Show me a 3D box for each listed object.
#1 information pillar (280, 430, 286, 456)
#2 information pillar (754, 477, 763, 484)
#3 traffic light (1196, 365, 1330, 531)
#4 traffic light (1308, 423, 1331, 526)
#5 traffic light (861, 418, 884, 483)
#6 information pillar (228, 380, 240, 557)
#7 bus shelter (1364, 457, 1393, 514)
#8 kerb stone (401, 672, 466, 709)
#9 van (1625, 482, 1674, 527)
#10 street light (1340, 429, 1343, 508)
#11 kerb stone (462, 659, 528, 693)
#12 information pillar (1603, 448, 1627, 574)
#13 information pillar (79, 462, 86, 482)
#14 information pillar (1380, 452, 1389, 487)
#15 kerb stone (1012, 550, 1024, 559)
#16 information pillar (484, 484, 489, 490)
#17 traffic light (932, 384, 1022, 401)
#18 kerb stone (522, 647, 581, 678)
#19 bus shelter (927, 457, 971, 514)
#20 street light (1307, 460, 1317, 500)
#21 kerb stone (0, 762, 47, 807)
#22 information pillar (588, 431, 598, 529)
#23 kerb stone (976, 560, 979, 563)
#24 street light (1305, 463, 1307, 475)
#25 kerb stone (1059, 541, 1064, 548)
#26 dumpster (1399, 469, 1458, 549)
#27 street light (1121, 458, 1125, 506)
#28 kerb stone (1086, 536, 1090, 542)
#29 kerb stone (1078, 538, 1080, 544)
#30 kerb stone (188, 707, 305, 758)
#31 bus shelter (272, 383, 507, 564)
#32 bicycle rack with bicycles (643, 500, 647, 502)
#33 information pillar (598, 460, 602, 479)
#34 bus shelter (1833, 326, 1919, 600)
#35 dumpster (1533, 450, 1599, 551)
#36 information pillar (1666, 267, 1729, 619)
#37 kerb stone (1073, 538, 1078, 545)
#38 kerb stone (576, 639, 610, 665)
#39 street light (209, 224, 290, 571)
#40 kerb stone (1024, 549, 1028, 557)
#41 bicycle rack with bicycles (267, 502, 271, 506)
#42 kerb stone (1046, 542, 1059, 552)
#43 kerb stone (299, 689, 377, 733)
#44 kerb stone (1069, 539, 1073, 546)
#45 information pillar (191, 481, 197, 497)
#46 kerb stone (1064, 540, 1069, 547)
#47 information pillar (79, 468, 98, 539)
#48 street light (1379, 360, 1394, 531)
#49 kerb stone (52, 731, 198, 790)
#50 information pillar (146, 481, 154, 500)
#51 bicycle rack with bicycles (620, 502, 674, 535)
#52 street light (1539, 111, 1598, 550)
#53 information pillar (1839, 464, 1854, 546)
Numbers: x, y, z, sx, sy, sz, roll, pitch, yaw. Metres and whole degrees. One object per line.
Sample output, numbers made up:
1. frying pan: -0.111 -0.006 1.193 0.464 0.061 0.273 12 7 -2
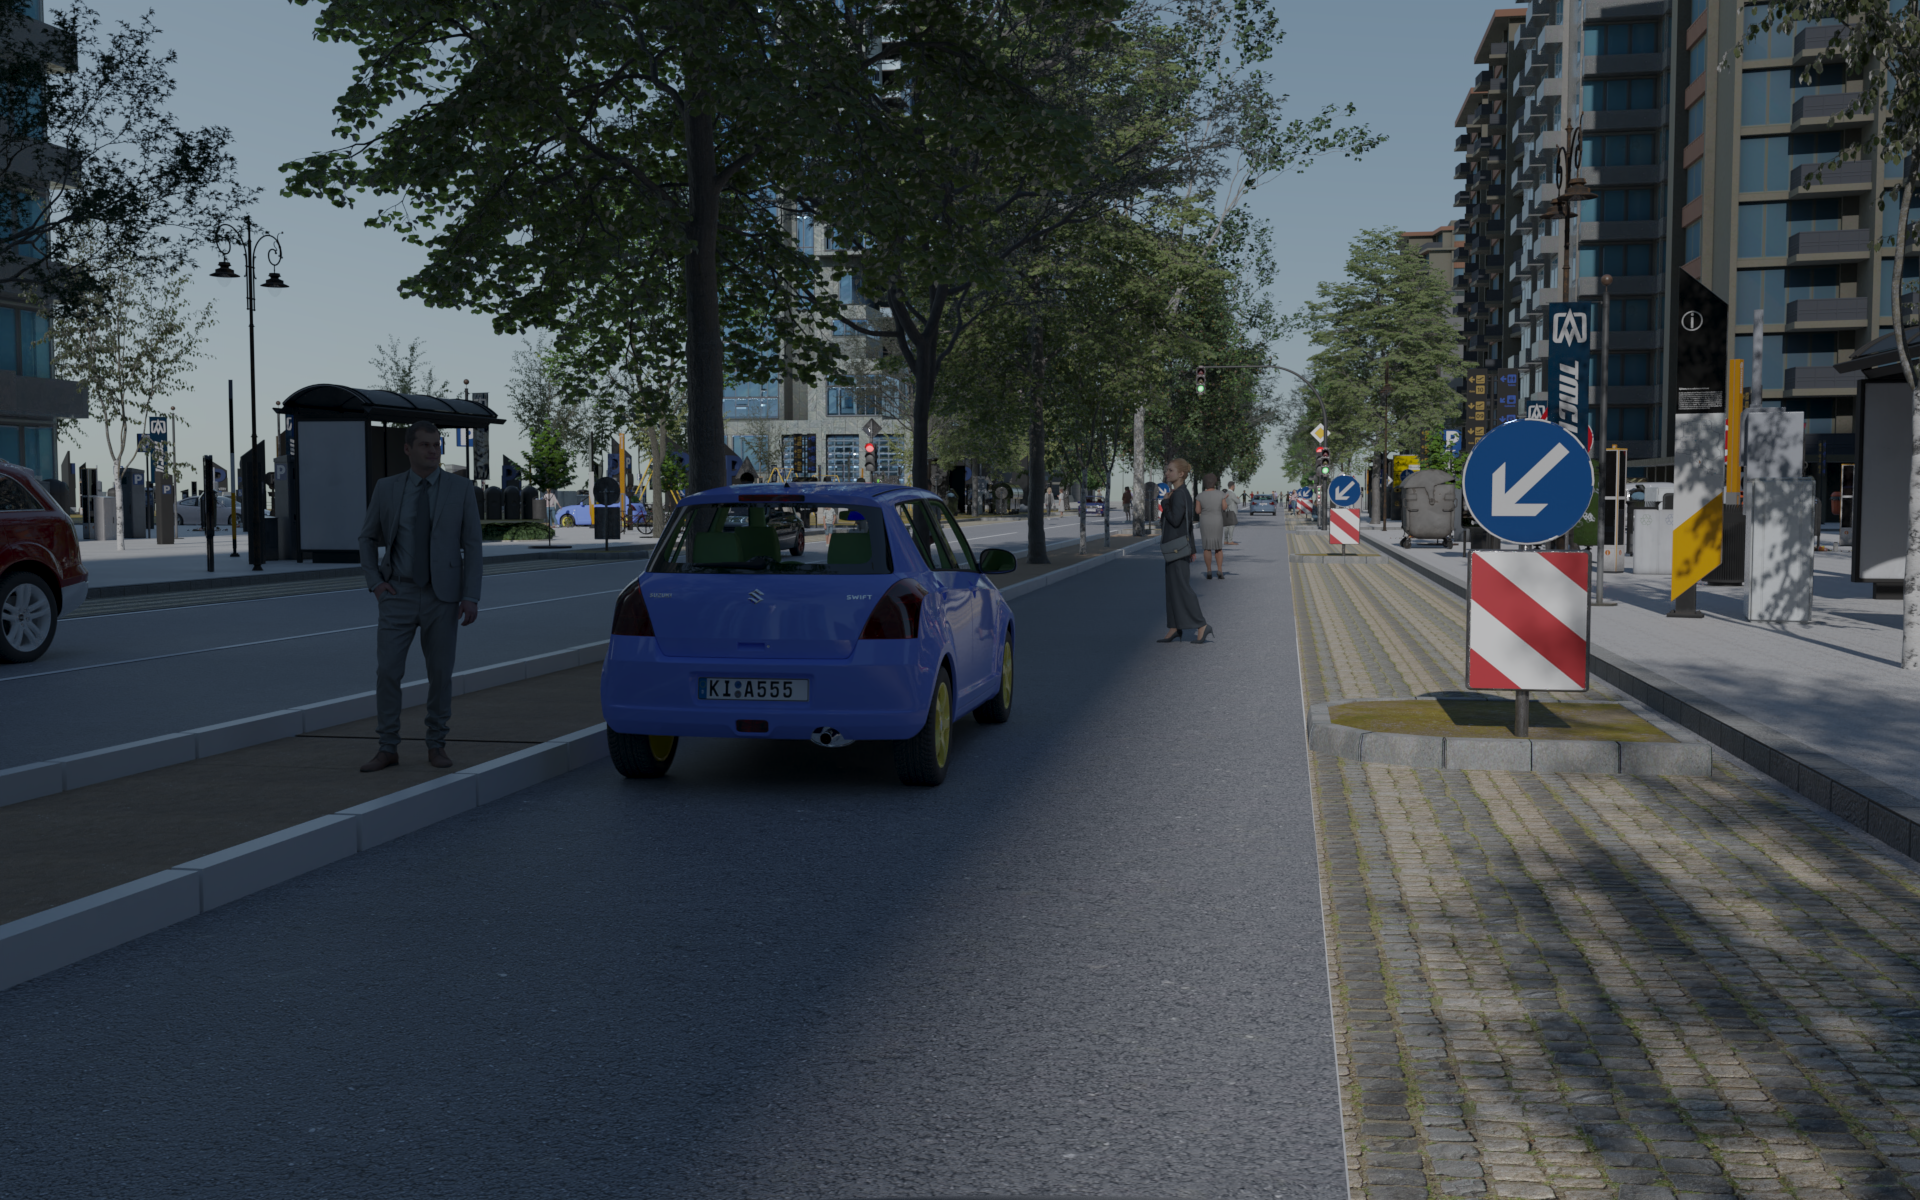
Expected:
1. information pillar: -21.565 -3.937 55.725 0.504 3.616 0.183 -1 4 -16
2. information pillar: -8.534 -4.216 73.423 0.304 2.012 0.304 3 5 44
3. traffic light: 10.725 -5.286 61.098 4.771 5.953 1.251 1 4 11
4. traffic light: 14.261 -4.880 68.706 0.839 4.253 0.868 1 4 11
5. traffic light: -3.241 -4.581 63.817 0.839 4.253 0.868 1 4 11
6. information pillar: -14.825 -2.688 35.298 0.183 3.616 0.504 -1 4 -22
7. bus shelter: 28.584 -7.778 118.460 1.731 3.624 6.357 1 4 11
8. kerb stone: -3.682 0.633 11.839 0.120 0.150 1.000 1 4 11
9. van: 23.680 -3.384 62.333 4.112 2.044 2.013 1 4 12
10. street light: 22.782 -7.974 103.167 0.468 5.910 1.993 1 4 11
11. kerb stone: -3.498 0.576 12.845 0.120 0.150 1.000 1 4 11
12. information pillar: 10.566 -1.440 28.039 0.304 2.012 0.304 -3 5 -44
13. information pillar: -63.410 -8.190 125.262 0.504 3.616 0.183 -3 4 -37
14. information pillar: 23.181 -6.326 94.787 0.504 3.616 0.183 0 4 -2
15. kerb stone: 1.212 -0.972 38.083 0.120 0.150 1.000 1 4 11
16. information pillar: -35.314 -7.624 129.149 0.304 2.012 0.304 -2 4 -28
17. traffic light: 0.294 -5.911 71.319 4.771 5.953 1.251 1 4 11
18. kerb stone: -3.308 0.515 13.855 0.120 0.150 1.000 1 4 11
19. bus shelter: -0.673 -7.258 109.949 1.731 3.624 6.357 1 4 10
20. street light: 44.139 -14.943 217.109 0.468 5.910 1.993 1 4 11
21. kerb stone: -4.441 0.881 7.794 0.120 0.150 1.000 1 4 11
22. information pillar: -13.753 -4.481 64.626 0.183 3.616 0.504 -2 4 -24
23. kerb stone: 0.453 -0.724 34.055 0.120 0.150 1.000 1 4 11
24. street light: 52.032 -17.577 260.165 0.468 5.910 1.993 1 4 11
25. kerb stone: 2.512 -1.402 45.133 0.120 0.150 1.000 1 4 11
26. dumpster: 11.078 -2.154 40.980 1.264 1.857 1.865 1 4 11
27. street light: 17.501 -13.032 185.856 0.468 5.910 1.993 1 4 11
28. kerb stone: 3.646 -1.772 51.174 0.120 0.150 1.000 1 4 11
29. kerb stone: 3.269 -1.649 49.165 0.120 0.150 1.000 1 4 11
30. kerb stone: -4.060 0.759 9.816 0.120 0.150 1.000 1 4 11
31. bus shelter: -11.149 -2.478 34.443 2.014 3.302 5.546 1 4 10
32. bicycle rack with bicycles: -20.351 -6.145 113.848 2.925 0.926 2.852 -1 4 -13
33. information pillar: -23.680 -7.397 112.291 0.504 3.616 0.183 -1 4 -15
34. bus shelter: 11.200 -1.499 18.437 2.014 3.302 5.546 1 4 10
35. dumpster: 11.409 -1.829 32.402 1.502 2.255 1.985 1 4 10
36. information pillar: 7.609 -1.620 17.845 0.504 3.616 0.183 2 4 32
37. kerb stone: 3.081 -1.588 48.160 0.120 0.150 1.000 1 4 11
38. kerb stone: -3.123 0.449 14.860 0.120 0.150 1.000 1 4 11
39. street light: -11.773 -3.429 28.850 0.468 5.910 1.993 1 4 11
40. kerb stone: 1.394 -1.033 39.089 0.120 0.150 1.000 1 4 11
41. bicycle rack with bicycles: -58.517 -7.989 143.998 2.925 0.926 2.852 3 5 41
42. kerb stone: 2.334 -1.340 44.126 0.120 0.150 1.000 1 4 11
43. kerb stone: -3.870 0.697 10.826 0.120 0.150 1.000 1 4 11
44. kerb stone: 2.894 -1.526 47.148 0.120 0.150 1.000 1 4 11
45. information pillar: -43.914 -5.802 99.349 0.304 2.012 0.304 -2 4 -24
46. kerb stone: 2.706 -1.464 46.137 0.120 0.150 1.000 1 4 11
47. information pillar: -24.684 -2.731 49.139 0.304 2.012 0.304 2 4 30
48. street light: 14.692 -5.319 59.761 0.468 5.910 1.993 1 4 11
49. kerb stone: -4.254 0.821 8.812 0.120 0.150 1.000 1 4 11
50. information pillar: -45.593 -5.688 97.491 0.304 2.012 0.304 2 4 34
51. bicycle rack with bicycles: -9.508 -2.580 55.567 2.925 0.926 2.852 1 4 14
52. street light: 7.486 -2.976 21.450 0.468 5.910 1.993 1 4 11
53. information pillar: 21.818 -2.329 42.565 0.304 2.012 0.304 2 4 31
